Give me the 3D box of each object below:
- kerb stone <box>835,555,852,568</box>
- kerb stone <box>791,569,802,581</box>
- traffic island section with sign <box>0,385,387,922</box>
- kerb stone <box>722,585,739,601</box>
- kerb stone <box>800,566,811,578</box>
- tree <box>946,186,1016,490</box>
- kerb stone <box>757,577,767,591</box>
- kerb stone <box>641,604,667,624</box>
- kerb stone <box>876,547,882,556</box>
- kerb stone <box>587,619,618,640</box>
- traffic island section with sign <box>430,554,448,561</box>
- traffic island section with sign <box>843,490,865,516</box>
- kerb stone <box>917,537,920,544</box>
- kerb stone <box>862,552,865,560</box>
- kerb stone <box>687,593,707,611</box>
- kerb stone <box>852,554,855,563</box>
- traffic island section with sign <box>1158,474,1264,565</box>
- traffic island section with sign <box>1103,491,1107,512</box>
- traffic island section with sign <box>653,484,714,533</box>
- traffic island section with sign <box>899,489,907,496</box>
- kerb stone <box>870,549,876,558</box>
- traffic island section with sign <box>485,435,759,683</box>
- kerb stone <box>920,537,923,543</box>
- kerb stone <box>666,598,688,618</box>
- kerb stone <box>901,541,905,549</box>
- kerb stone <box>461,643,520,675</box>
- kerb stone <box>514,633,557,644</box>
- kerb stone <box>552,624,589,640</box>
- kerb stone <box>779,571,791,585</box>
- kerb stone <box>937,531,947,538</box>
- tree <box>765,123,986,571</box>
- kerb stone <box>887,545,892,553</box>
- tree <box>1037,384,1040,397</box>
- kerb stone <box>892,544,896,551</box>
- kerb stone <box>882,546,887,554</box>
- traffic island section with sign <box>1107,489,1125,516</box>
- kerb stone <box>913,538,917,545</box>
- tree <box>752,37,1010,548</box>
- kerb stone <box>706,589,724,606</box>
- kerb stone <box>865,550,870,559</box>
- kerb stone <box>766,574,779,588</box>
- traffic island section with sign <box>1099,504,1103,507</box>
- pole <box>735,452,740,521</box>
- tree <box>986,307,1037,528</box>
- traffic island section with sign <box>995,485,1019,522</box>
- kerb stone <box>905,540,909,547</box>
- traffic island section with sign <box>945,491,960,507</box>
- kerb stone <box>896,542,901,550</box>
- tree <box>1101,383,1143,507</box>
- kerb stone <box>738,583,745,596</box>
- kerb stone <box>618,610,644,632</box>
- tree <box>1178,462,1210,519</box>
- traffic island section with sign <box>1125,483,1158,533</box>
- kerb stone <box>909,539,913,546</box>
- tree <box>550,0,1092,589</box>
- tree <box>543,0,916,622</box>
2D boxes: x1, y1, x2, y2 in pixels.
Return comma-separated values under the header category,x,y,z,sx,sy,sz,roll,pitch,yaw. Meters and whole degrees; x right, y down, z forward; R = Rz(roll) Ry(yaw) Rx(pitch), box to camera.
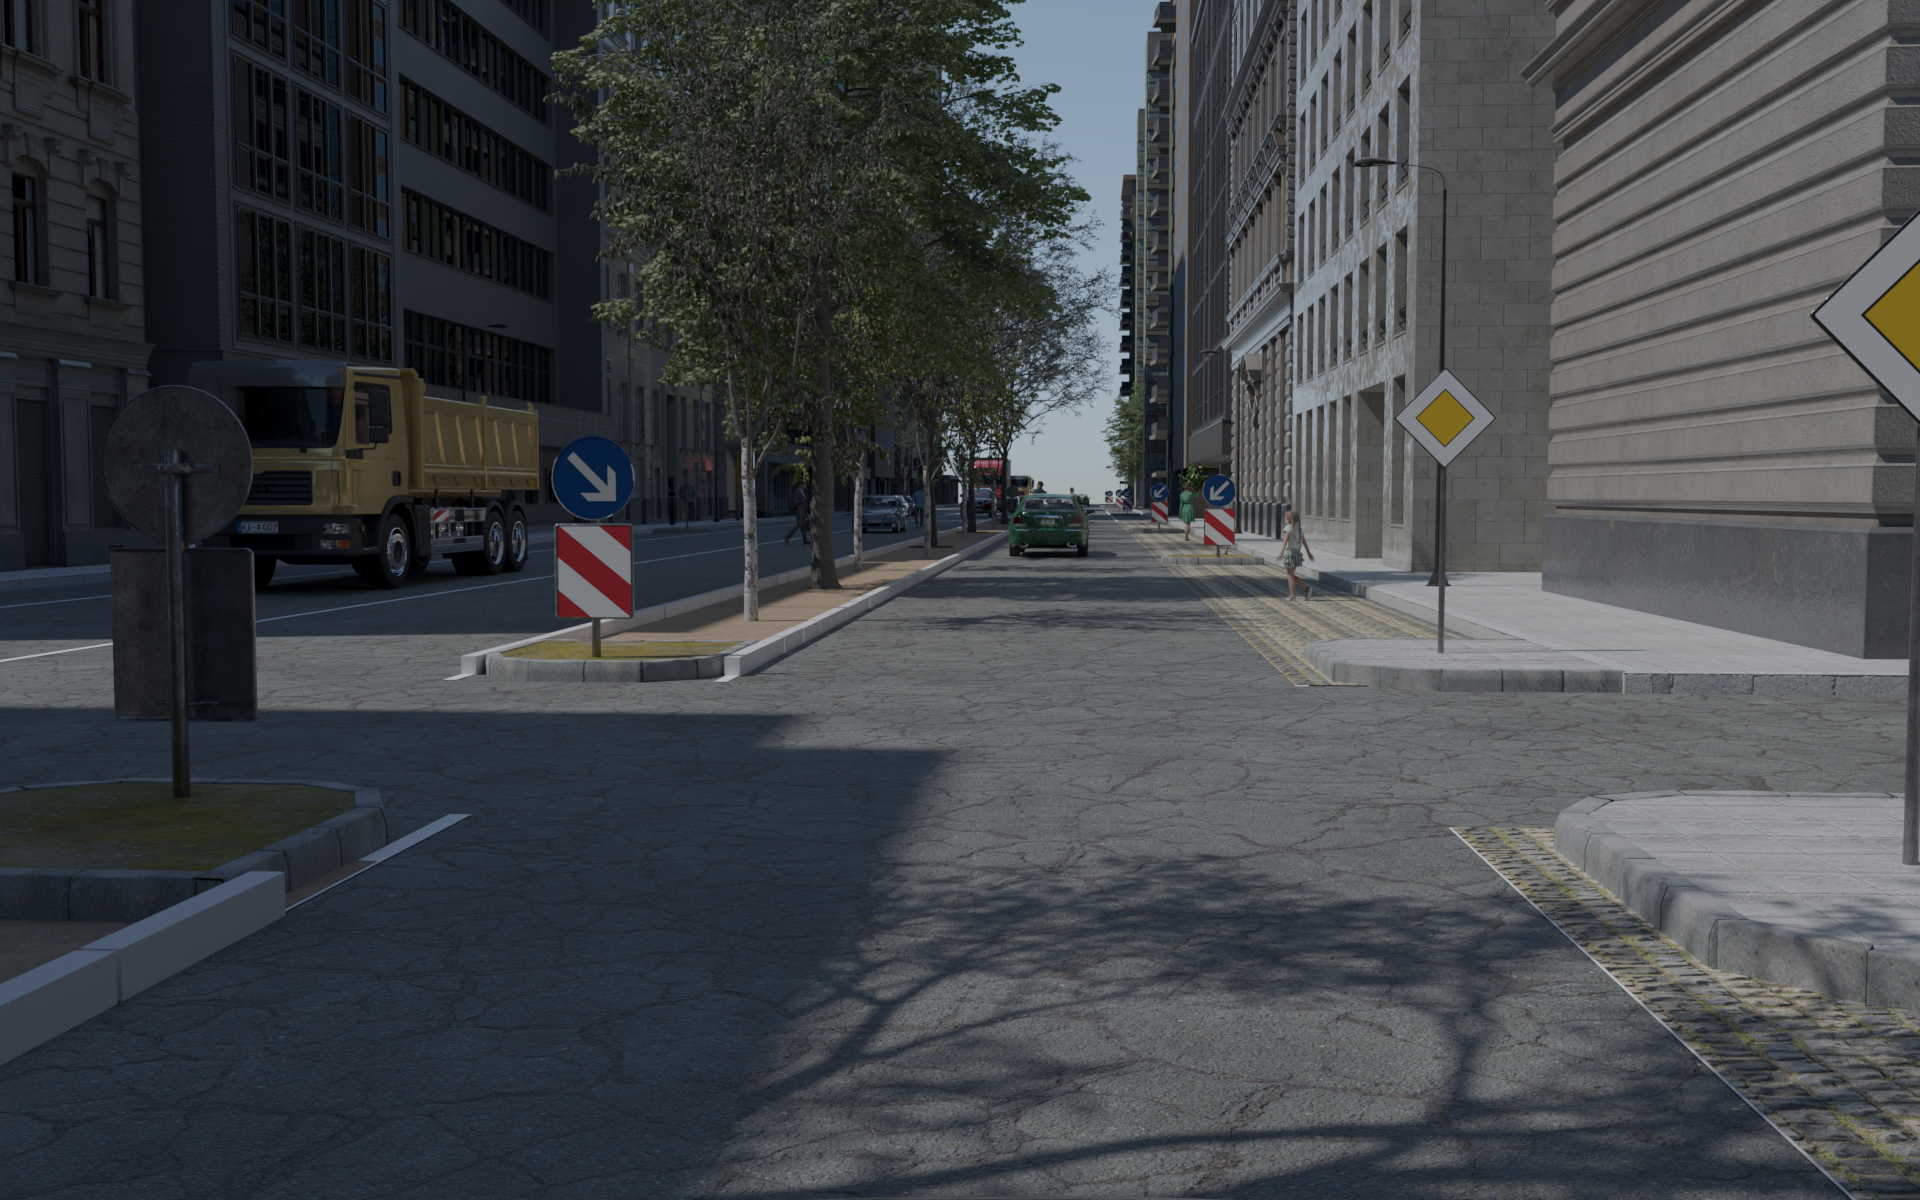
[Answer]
category,x,y,z,sx,sy,sz,roll,pitch,yaw
kerb stone,-2.350,-0.764,34.683,0.120,0.150,1.000,0,4,4
kerb stone,-2.795,-0.389,28.553,0.120,0.150,1.000,0,4,4
traffic island section with sign,-3.353,0.085,6.741,2.006,1.907,1.989,0,4,4
kerb stone,-3.177,-0.075,23.428,0.120,0.150,1.000,0,4,4
kerb stone,-2.724,-0.451,29.573,0.120,0.150,1.000,0,4,4
tree,-0.715,-5.190,37.673,4.360,8.622,3.978,0,3,0
kerb stone,-3.022,-0.201,25.478,0.120,0.150,1.000,0,4,4
kerb stone,-3.481,0.175,19.329,0.120,0.150,1.000,0,4,4
kerb stone,-1.978,-1.075,39.796,0.120,0.150,1.000,0,4,4
kerb stone,-3.631,0.301,17.270,0.120,0.150,1.000,0,4,4
traffic island section with sign,-12.305,-1.779,37.717,1.989,1.847,2.006,0,4,4
traffic island section with sign,-6.658,-6.511,115.080,1.989,1.847,2.006,0,4,4
kerb stone,-1.309,-1.640,49.011,0.120,0.150,1.000,0,4,4
kerb stone,-2.199,-0.889,36.723,0.120,0.150,1.000,0,4,4
kerb stone,-3.320,0.050,21.382,0.120,0.150,1.000,0,4,4
kerb stone,-2.276,-0.826,35.703,0.120,0.150,1.000,0,4,4
traffic island section with sign,5.158,-1.649,35.582,1.989,1.847,2.006,0,4,4
traffic island section with sign,12.812,-8.063,140.450,1.989,1.847,2.006,0,4,4
traffic island section with sign,-10.305,-3.449,65.012,1.989,1.847,2.006,0,4,4
traffic island section with sign,-4.684,-8.155,141.964,1.989,1.847,2.006,0,4,4
kerb stone,-2.060,-1.014,38.778,0.120,0.150,1.000,0,4,4
traffic island section with sign,-2.804,-0.366,14.128,2.006,1.907,1.989,0,4,4
kerb stone,-1.238,-1.702,50.031,0.120,0.150,1.000,0,4,4
kerb stone,-3.395,0.115,20.353,0.120,0.150,1.000,0,4,4
kerb stone,-1.612,-1.389,44.914,0.120,0.150,1.000,0,4,4
kerb stone,-3.852,0.489,14.198,0.120,0.150,1.000,0,4,4
kerb stone,-3.773,0.427,15.221,0.120,0.150,1.000,0,4,4
kerb stone,-3.704,0.364,16.242,0.120,0.150,1.000,0,4,4
kerb stone,-2.877,-0.326,27.535,0.120,0.150,1.000,0,4,4
kerb stone,-0.633,-2.202,58.198,0.120,0.150,1.000,0,4,4
tree,-1.909,-4.848,32.086,4.737,8.622,4.395,0,3,0
kerb stone,-1.828,-1.202,41.856,0.120,0.150,1.000,0,4,4
tree,1.368,-7.305,72.248,4.737,8.622,4.395,0,3,0
kerb stone,-1.757,-1.265,42.875,0.120,0.150,1.000,0,4,4
kerb stone,-1.906,-1.140,40.834,0.120,0.150,1.000,0,4,4
traffic island section with sign,10.848,-6.415,113.521,1.989,1.847,2.006,0,4,4
kerb stone,-1.375,-1.578,47.989,0.120,0.150,1.000,0,4,4
tree,-0.787,-8.134,45.820,12.009,13.543,11.850,0,3,0
kerb stone,-3.253,-0.011,22.409,0.120,0.150,1.000,0,4,4
kerb stone,-2.131,-0.951,37.749,0.120,0.150,1.000,0,4,4
kerb stone,-2.958,-0.264,26.506,0.120,0.150,1.000,0,4,4
traffic island section with sign,16.874,-11.455,195.910,1.989,1.847,2.006,0,4,4
pole,-10.732,-5.486,83.545,0.158,3.312,0.155,0,3,0
tree,0.113,-6.266,55.277,4.737,8.622,4.395,0,3,0
traffic island section with sign,2.664,-4.950,89.068,2.006,1.907,1.989,0,4,4
kerb stone,-1.534,-1.452,45.933,0.120,0.150,1.000,0,4,4
traffic island section with sign,-0.652,-11.533,197.184,1.989,1.847,2.006,0,4,4
kerb stone,-1.680,-1.327,43.894,0.120,0.150,1.000,0,4,4
tree,18.142,-15.753,175.692,7.486,12.596,7.792,0,3,0
kerb stone,-3.101,-0.138,24.452,0.120,0.150,1.000,0,4,4
kerb stone,-3.554,0.238,18.306,0.120,0.150,1.000,0,4,4
tree,12.155,-5.881,90.760,1.663,3.219,1.824,0,3,0
traffic island section with sign,7.200,-3.370,63.728,1.989,1.847,2.006,0,4,4
kerb stone,-1.449,-1.514,46.957,0.120,0.150,1.000,0,4,4
tree,-1.980,-6.402,25.249,7.486,12.596,7.792,0,3,0
tree,-2.340,-4.042,18.906,4.360,8.622,3.978,0,3,0
